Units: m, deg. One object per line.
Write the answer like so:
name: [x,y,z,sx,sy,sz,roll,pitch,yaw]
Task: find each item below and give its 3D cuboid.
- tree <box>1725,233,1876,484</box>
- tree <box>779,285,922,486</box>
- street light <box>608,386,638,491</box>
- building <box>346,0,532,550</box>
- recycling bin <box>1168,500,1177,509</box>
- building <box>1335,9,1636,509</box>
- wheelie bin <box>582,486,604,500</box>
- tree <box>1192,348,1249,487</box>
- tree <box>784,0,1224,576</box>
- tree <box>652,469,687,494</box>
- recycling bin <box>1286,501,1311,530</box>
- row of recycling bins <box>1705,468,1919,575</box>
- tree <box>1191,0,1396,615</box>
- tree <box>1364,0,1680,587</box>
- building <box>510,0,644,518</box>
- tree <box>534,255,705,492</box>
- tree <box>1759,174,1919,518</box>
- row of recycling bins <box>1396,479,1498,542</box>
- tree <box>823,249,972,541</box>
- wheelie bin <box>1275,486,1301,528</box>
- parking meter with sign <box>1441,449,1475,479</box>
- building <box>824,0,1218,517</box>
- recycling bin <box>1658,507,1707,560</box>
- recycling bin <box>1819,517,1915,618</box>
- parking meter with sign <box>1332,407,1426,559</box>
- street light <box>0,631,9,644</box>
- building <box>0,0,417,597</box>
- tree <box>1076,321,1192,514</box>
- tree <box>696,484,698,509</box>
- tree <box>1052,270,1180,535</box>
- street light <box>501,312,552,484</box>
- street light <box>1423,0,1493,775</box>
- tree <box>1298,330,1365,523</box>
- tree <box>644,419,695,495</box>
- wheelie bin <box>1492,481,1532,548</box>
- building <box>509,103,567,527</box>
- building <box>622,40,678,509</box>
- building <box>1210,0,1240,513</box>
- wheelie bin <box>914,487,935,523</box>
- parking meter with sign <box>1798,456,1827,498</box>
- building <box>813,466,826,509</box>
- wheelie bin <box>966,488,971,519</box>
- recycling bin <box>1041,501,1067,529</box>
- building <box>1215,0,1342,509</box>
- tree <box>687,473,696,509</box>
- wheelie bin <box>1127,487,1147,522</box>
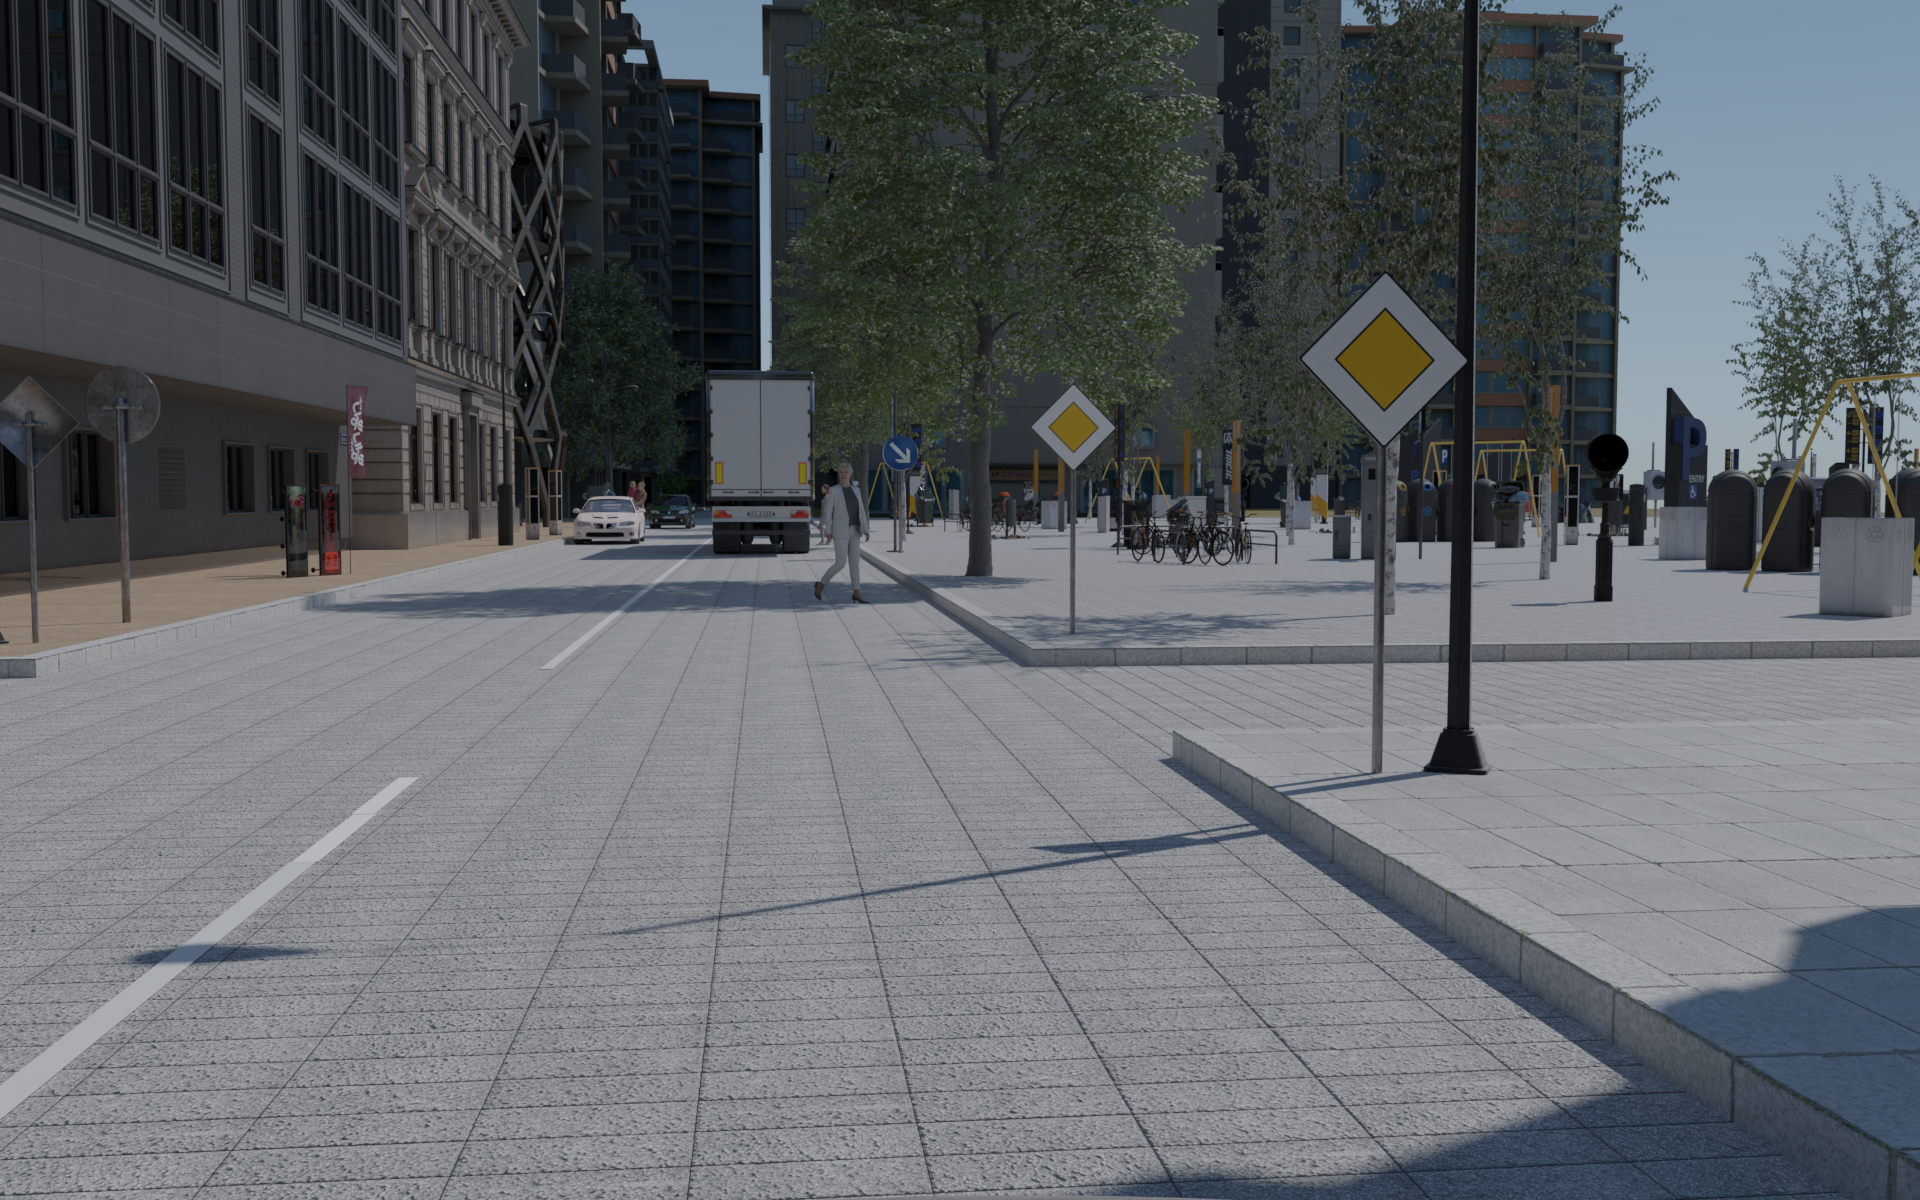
tree: [24.117,-6.096,50.037,4.737,8.622,4.395,0,3,0]
tree: [-4.865,-8.470,72.896,7.601,10.594,8.767,-1,4,-20]
street light: [-14.485,-6.219,74.221,1.470,5.913,1.316,0,4,-6]
building: [-18.412,-11.208,47.871,10.561,19.102,19.286,0,4,-6]
recycling bin: [9.962,-4.055,78.852,0.722,1.027,0.722,3,5,41]
building: [46.233,-30.908,159.973,28.867,44.769,22.147,0,4,-6]
wheelie bin: [-14.101,-3.610,66.929,0.980,1.594,0.693,-1,4,-10]
tree: [12.406,-8.327,86.510,4.737,8.622,4.395,0,3,0]
tree: [0.622,-6.665,27.105,7.486,12.596,7.792,0,3,0]
tree: [-20.471,-7.729,120.978,1.663,3.219,1.824,0,3,0]
recycling bin: [12.288,-3.078,62.880,0.722,1.027,0.722,-1,4,-10]
row of recycling bins: [14.140,-1.306,28.471,3.534,1.692,1.069,3,4,36]
tree: [4.562,-4.165,18.463,4.360,8.622,3.978,0,3,0]
tree: [8.558,-4.614,25.797,4.360,8.622,3.978,0,3,0]
building: [-30.320,-27.374,102.193,22.147,44.769,28.867,0,4,-6]
tree: [-17.033,-10.189,83.591,9.611,12.733,9.660,0,3,0]
tree: [20.641,-5.427,39.094,4.360,8.622,3.978,0,3,0]
row of recycling bins: [12.814,-2.418,46.649,3.534,1.692,1.069,-1,4,-11]
tree: [-1.549,-5.906,46.933,4.737,8.622,4.395,0,3,0]
wheelie bin: [12.528,-3.569,66.254,0.980,1.594,0.693,1,4,9]
parking meter with sign: [19.582,-4.337,67.171,1.738,3.016,0.543,-1,4,-11]
building: [2.778,-29.443,105.089,21.300,48.544,21.600,0,4,-6]
recycling bin: [14.218,-1.310,33.972,0.722,1.027,0.722,0,4,-7]
recycling bin: [9.640,-0.359,18.417,0.722,1.027,0.722,-3,5,-45]
parking meter with sign: [8.242,-2.316,34.130,1.738,3.016,0.543,1,4,11]
street light: [-7.809,-2.578,14.694,1.470,5.913,1.316,0,4,-6]
building: [-17.857,-14.215,25.924,14.314,27.812,24.014,0,4,-6]
tree: [6.655,-7.250,68.896,4.737,8.622,4.395,0,3,0]
tree: [-23.893,-9.738,153.817,1.663,3.219,1.824,0,3,0]
tree: [5.108,-6.354,54.244,4.360,8.622,3.978,0,3,0]
street light: [-11.105,-4.388,44.284,1.470,5.913,1.316,0,4,-6]
street light: [1.783,-2.159,7.838,1.470,5.913,1.316,0,4,-6]
tree: [16.092,-7.730,76.748,4.737,8.622,4.395,0,3,0]
tree: [-21.629,-10.742,125.995,4.737,8.622,4.395,0,3,0]
wheelie bin: [13.160,-2.049,41.414,0.980,1.594,0.693,2,4,33]
building: [-23.966,-12.178,66.557,16.820,18.784,16.811,0,4,-6]
building: [-36.470,-27.814,146.643,23.993,40.220,32.217,0,4,-6]
building: [3.941,-33.097,130.380,28.713,52.752,27.495,0,4,-6]
wheelie bin: [-1.599,-4.157,75.871,0.980,1.594,0.693,-2,4,-32]
parking meter with sign: [39.224,-5.065,79.081,1.738,3.016,0.543,0,4,7]
building: [-2.712,-43.778,154.019,20.563,71.187,20.611,0,4,-6]
wheelie bin: [0.780,-4.811,86.569,0.980,1.594,0.693,0,4,2]
recycling bin: [3.446,-3.111,63.424,0.722,1.027,0.722,-2,4,-24]
building: [21.441,-44.009,157.798,20.611,71.187,20.563,0,4,-6]
tree: [-21.808,-8.569,134.712,1.663,3.219,1.824,0,3,0]
wheelie bin: [8.241,-4.452,80.698,0.980,1.594,0.693,-1,4,-12]
